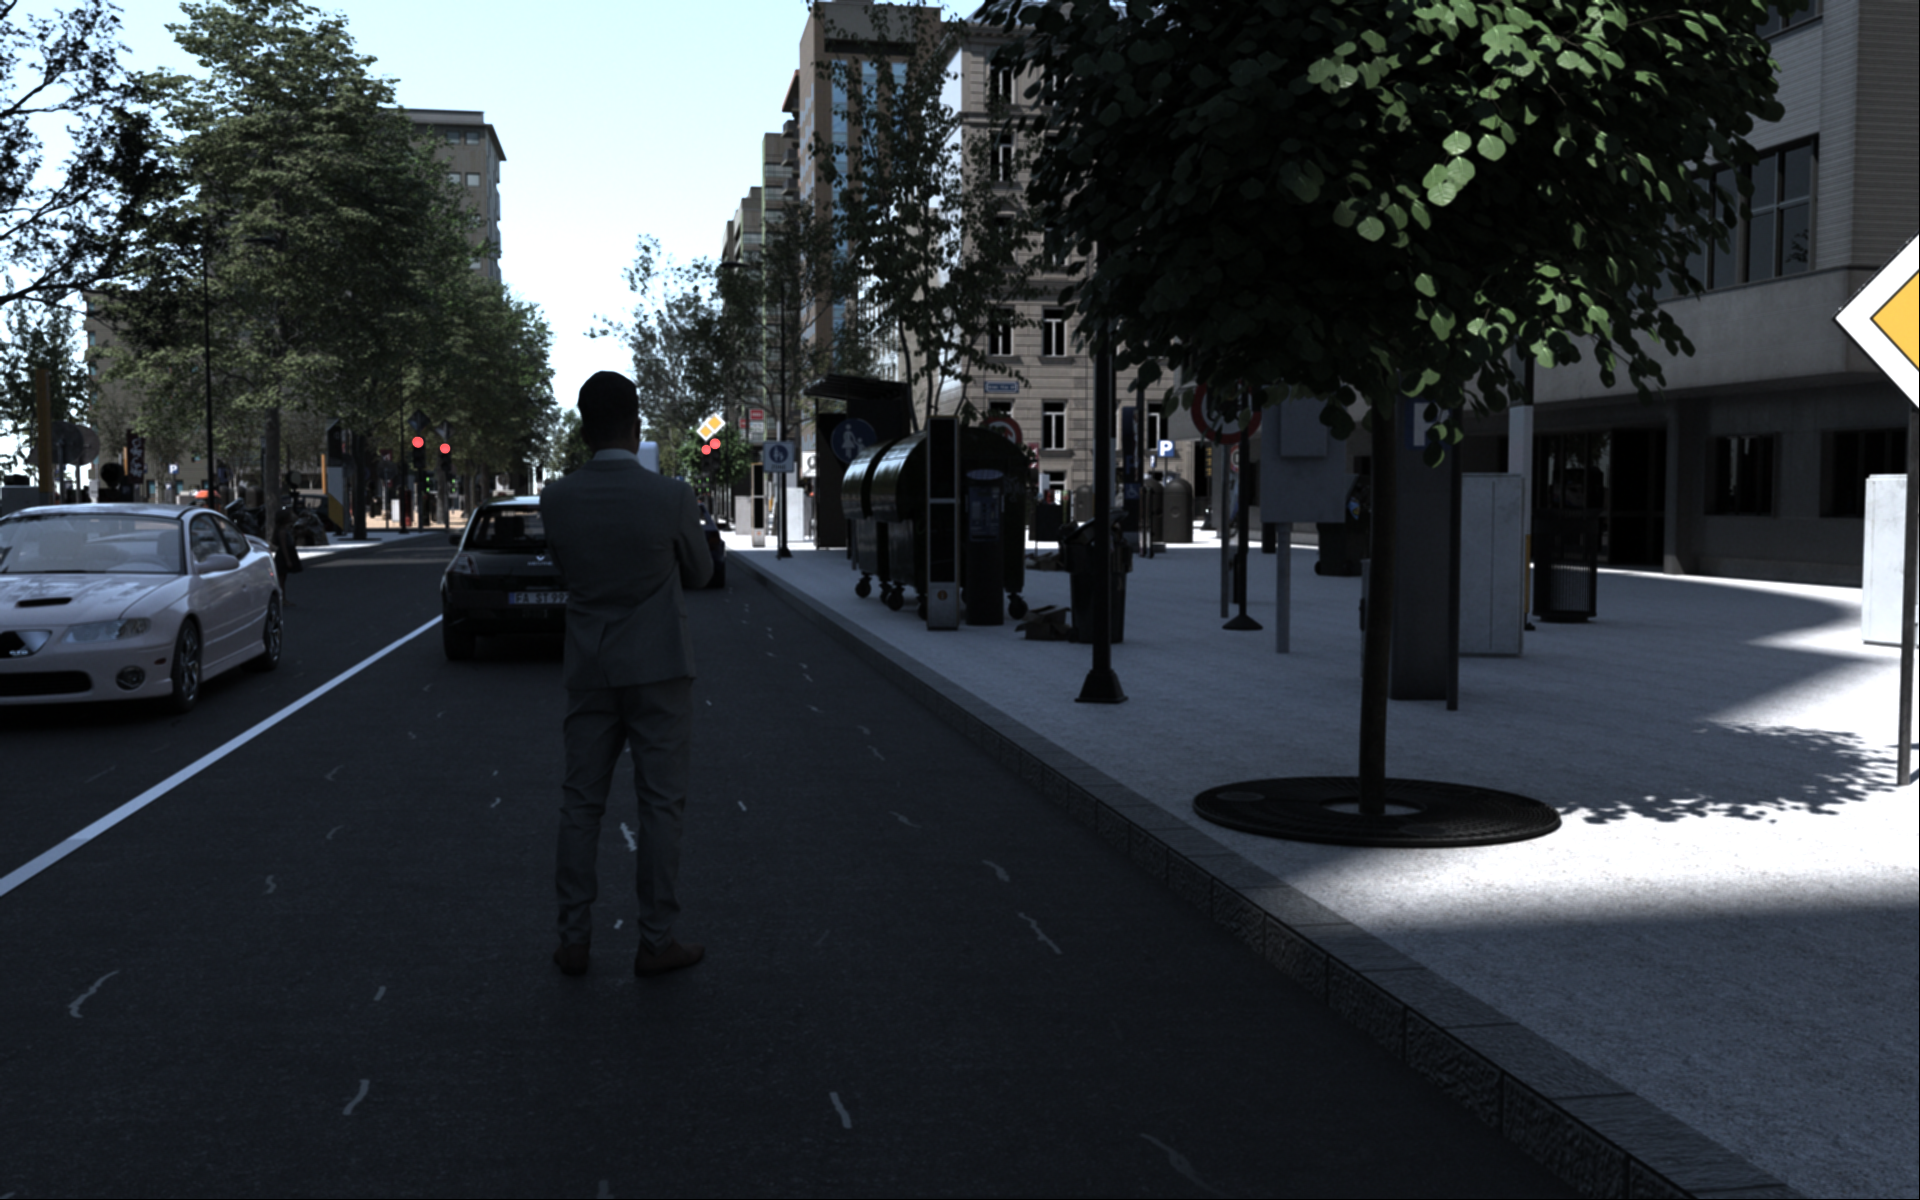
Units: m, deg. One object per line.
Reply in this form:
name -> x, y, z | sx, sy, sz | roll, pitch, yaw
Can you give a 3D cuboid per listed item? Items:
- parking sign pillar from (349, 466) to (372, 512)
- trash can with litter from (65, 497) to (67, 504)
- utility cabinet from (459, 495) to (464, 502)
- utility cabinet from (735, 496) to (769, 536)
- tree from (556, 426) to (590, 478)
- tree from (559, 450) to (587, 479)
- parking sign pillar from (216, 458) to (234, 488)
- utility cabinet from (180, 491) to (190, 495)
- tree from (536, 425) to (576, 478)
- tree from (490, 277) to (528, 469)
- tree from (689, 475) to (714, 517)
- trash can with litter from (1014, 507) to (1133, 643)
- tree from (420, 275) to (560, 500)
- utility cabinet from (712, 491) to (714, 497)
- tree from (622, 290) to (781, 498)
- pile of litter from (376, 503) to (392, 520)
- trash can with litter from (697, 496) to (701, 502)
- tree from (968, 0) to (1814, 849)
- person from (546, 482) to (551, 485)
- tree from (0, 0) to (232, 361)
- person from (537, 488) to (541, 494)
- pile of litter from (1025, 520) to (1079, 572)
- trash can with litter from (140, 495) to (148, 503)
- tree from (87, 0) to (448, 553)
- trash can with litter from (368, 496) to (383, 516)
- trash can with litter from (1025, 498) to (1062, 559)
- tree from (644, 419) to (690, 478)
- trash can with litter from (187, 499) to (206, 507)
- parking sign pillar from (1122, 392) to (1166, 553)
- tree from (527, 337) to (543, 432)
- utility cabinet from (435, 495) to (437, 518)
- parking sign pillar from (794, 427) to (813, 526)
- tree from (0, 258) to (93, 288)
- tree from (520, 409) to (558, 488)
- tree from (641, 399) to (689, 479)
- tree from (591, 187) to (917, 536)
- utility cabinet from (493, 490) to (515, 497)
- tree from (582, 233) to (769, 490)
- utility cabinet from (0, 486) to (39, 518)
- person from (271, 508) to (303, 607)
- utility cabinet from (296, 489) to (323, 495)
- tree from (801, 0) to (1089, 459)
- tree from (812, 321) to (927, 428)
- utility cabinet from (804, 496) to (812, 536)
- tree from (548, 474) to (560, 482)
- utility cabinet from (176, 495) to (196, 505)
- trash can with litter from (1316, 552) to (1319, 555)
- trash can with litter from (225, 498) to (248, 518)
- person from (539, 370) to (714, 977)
parking sign pillar -> -41.894, -8.128, 121.372 | 1.447, 3.967, 1.447 | 2, 4, 33
trash can with litter -> -36.480, -3.728, 72.013 | 2.233, 1.210, 1.678 | -3, 4, -37
utility cabinet -> -38.545, -7.519, 134.091 | 0.306, 1.237, 1.020 | -1, 4, -21
utility cabinet -> -6.448, -2.602, 53.705 | 1.020, 1.237, 0.306 | 0, 4, 0
tree -> -50.810, -18.199, 231.964 | 7.601, 10.594, 8.767 | -1, 4, -11
tree -> -59.615, -21.992, 276.570 | 9.611, 12.733, 9.660 | 0, 3, 0
parking sign pillar -> -54.851, -8.628, 129.543 | 1.447, 3.967, 1.447 | 3, 5, 44
utility cabinet -> -57.774, -7.402, 129.701 | 1.173, 1.500, 0.318 | 1, 4, 10
tree -> -41.624, -13.925, 178.032 | 4.737, 8.622, 4.395 | 0, 3, 0
tree -> -22.212, -9.436, 72.413 | 7.486, 12.596, 7.792 | 0, 3, 0
tree -> -14.212, -6.149, 95.140 | 1.663, 3.219, 1.824 | 0, 3, 0
trash can with litter -> 0.968, -0.224, 15.058 | 1.055, 1.170, 0.624 | 2, 4, 32
tree -> -27.350, -11.813, 99.798 | 9.857, 13.997, 8.962 | 0, 3, 0
utility cabinet -> -17.460, -7.186, 126.176 | 1.173, 1.500, 0.318 | 0, 4, 7
tree -> -15.783, -11.863, 104.330 | 12.009, 13.543, 11.850 | 0, 3, 0
pile of litter -> -28.252, -4.415, 86.150 | 1.719, 0.858, 1.176 | 0, 4, -4
trash can with litter -> -15.366, -5.427, 100.121 | 1.055, 1.170, 0.624 | 0, 4, -8
tree -> 1.598, -1.410, 6.775 | 4.285, 4.588, 4.351 | 0, 3, 0
person -> -13.119, -2.846, 55.215 | 0.466, 1.800, 0.511 | -1, 4, -14
tree -> -13.579, -5.427, 23.151 | 7.601, 10.594, 8.767 | -1, 4, -23
person -> -23.384, -5.343, 96.405 | 0.362, 1.759, 0.519 | -1, 4, -19
pile of litter -> 1.616, -0.945, 29.417 | 1.176, 0.858, 1.719 | 1, 4, 16
trash can with litter -> -55.601, -6.498, 117.293 | 2.233, 1.210, 1.678 | 0, 4, -3
tree -> -14.722, -7.329, 37.962 | 7.486, 12.596, 7.792 | 0, 3, 0
trash can with litter -> -34.561, -5.556, 102.223 | 1.055, 1.170, 0.624 | 3, 4, 36
trash can with litter -> 1.389, -1.417, 34.233 | 2.233, 1.210, 1.678 | 1, 4, 13
tree -> -25.232, -12.316, 151.729 | 4.737, 8.622, 4.395 | 0, 3, 0
trash can with litter -> -16.275, -1.519, 36.228 | 1.055, 1.170, 0.624 | 1, 4, 14
parking sign pillar -> 3.830, -3.040, 38.172 | 1.447, 3.967, 1.447 | 0, 4, 8
tree -> -24.962, -10.448, 88.954 | 7.486, 12.596, 7.792 | 0, 3, 0
utility cabinet -> -28.161, -5.044, 93.628 | 0.306, 1.237, 1.020 | -1, 4, -20
parking sign pillar -> -6.563, -4.894, 68.496 | 1.447, 3.967, 1.447 | 0, 4, -4
tree -> -28.071, -6.258, 52.686 | 4.737, 8.622, 4.395 | 0, 3, 0
tree -> -36.421, -12.142, 148.881 | 4.360, 8.622, 3.978 | 0, 3, 0
tree -> -34.698, -17.641, 206.563 | 7.486, 12.596, 7.792 | 0, 3, 0
tree -> -5.363, -7.233, 52.674 | 7.601, 10.594, 8.767 | 2, 4, 27
utility cabinet -> -25.711, -5.442, 97.662 | 1.173, 1.500, 0.318 | 0, 4, -1
tree -> -20.669, -16.577, 126.928 | 12.611, 20.169, 13.585 | 0, 3, 0
utility cabinet -> -25.107, -2.317, 46.569 | 1.173, 1.500, 0.318 | 0, 4, -4
person -> -8.563, -0.542, 22.024 | 0.373, 1.253, 0.362 | -1, 4, -12
utility cabinet -> -28.842, -4.160, 76.700 | 1.173, 1.500, 0.318 | -2, 4, -33
tree -> -0.395, -4.520, 24.268 | 4.737, 8.622, 4.395 | 0, 3, 0
tree -> -3.632, -7.485, 72.748 | 4.360, 8.622, 3.978 | 0, 3, 0
utility cabinet -> -4.948, -2.575, 53.266 | 0.306, 1.237, 1.020 | -3, 5, -41
tree -> -36.219, -9.761, 154.197 | 1.663, 3.219, 1.824 | 0, 3, 0
utility cabinet -> -36.344, -4.304, 81.539 | 0.306, 1.237, 1.020 | 2, 4, 34
trash can with litter -> 7.678, -1.423, 34.655 | 1.055, 1.170, 0.624 | 1, 4, 21
trash can with litter -> -21.955, -2.480, 51.927 | 1.055, 1.170, 0.624 | -3, 4, -37
person -> -1.009, 0.207, 5.296 | 0.511, 1.800, 0.466 | 0, 4, -5
